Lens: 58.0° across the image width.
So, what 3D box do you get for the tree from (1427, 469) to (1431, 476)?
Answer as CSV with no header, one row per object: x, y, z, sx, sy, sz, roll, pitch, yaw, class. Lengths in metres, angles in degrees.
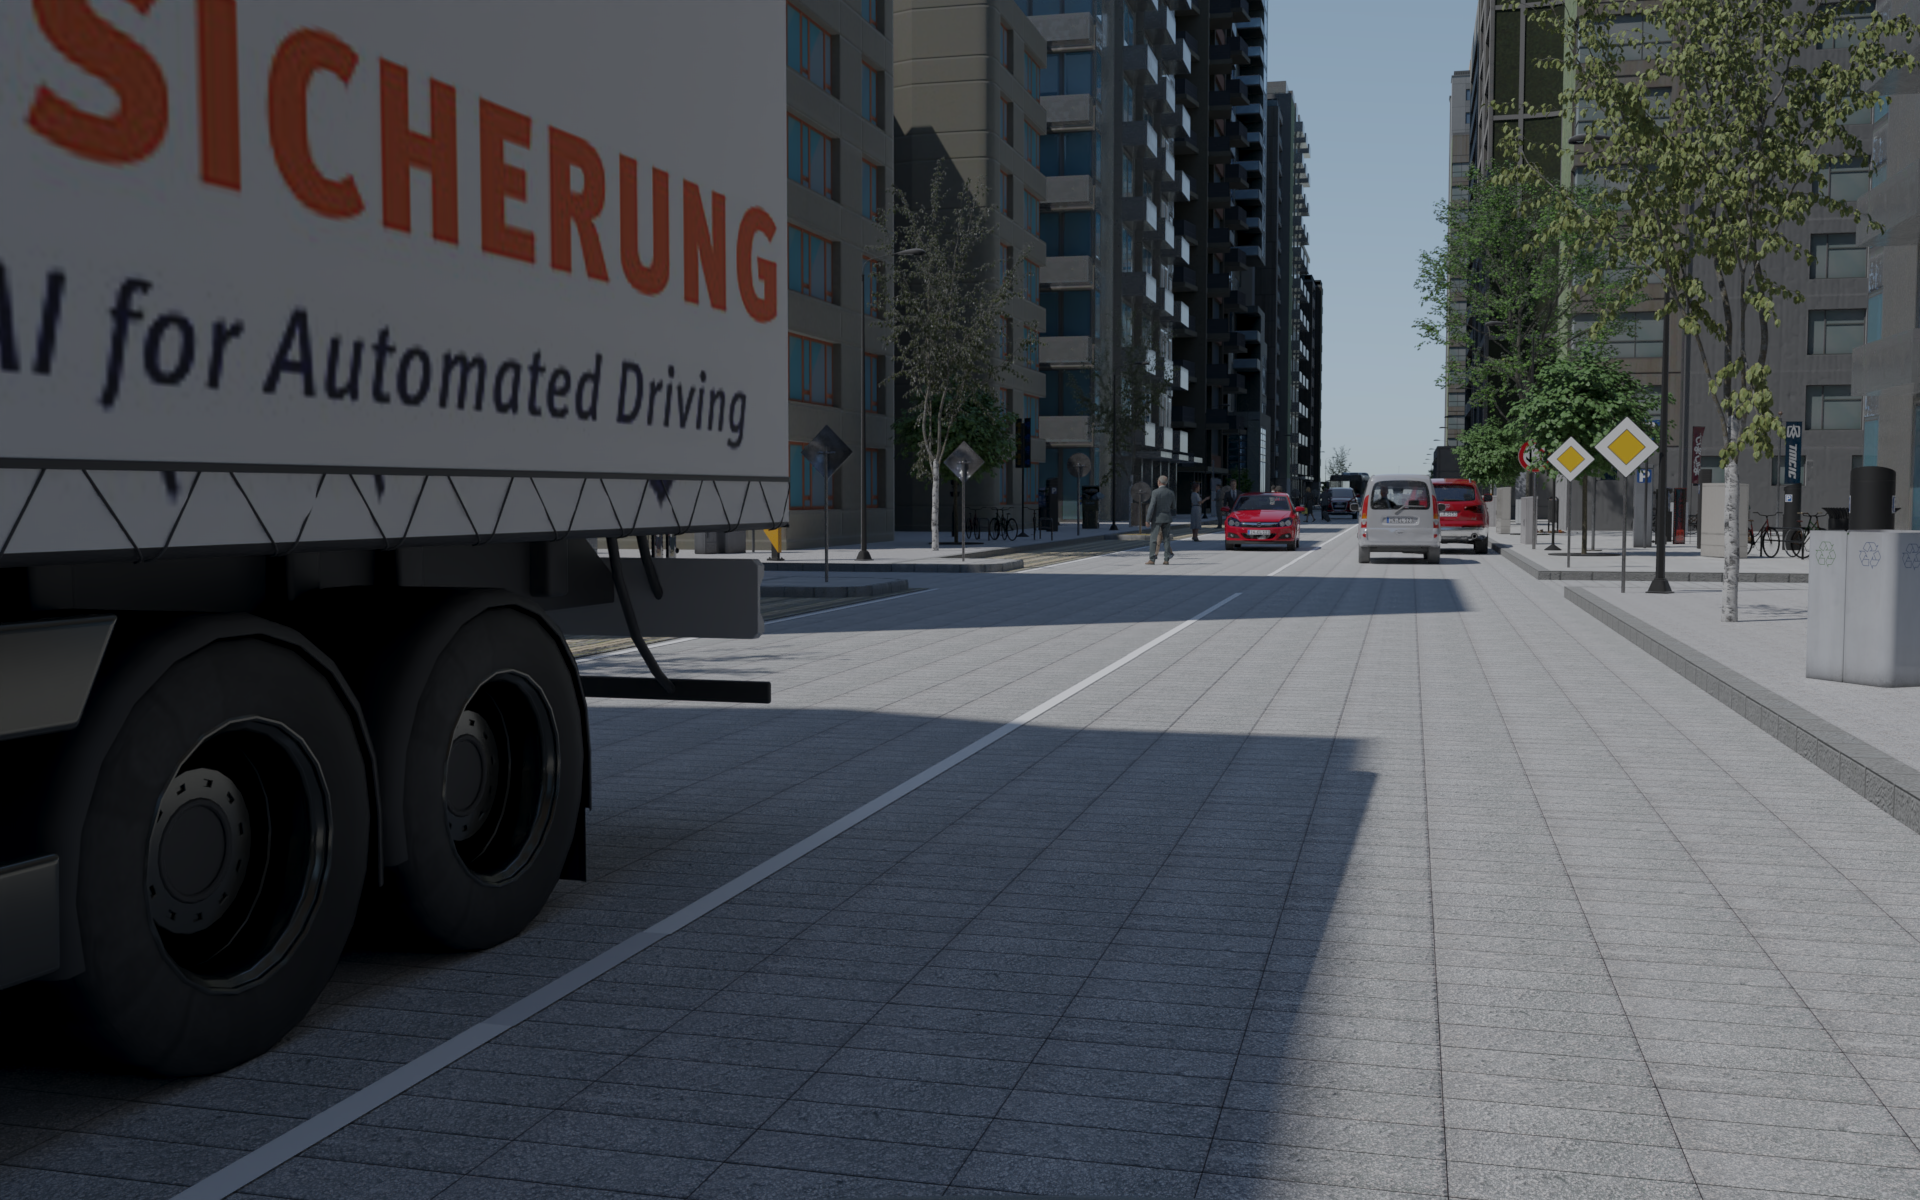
21.861,-5.360,71.355,4.285,4.588,4.351,0,3,0,tree

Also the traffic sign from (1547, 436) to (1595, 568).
10.608,-1.621,30.140,0.795,2.450,0.064,1,4,15,traffic sign

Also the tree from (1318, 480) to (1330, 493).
48.443,-14.307,228.523,1.663,3.219,1.824,0,3,0,tree

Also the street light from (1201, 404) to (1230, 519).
13.240,-7.160,89.607,1.470,5.913,1.316,1,4,15,street light

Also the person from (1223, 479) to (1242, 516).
7.710,-2.465,48.576,0.659,1.850,0.755,0,4,5,person

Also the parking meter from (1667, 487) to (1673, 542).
18.893,-2.325,46.420,0.372,1.533,0.369,0,3,0,parking meter

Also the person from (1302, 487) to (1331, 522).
18.150,-4.865,88.260,1.509,1.804,0.699,0,4,-1,person

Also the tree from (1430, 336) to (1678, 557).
13.026,-3.210,36.203,4.285,4.588,4.351,0,3,0,tree

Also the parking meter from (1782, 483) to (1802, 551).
18.967,-1.901,39.490,0.372,1.533,0.369,0,3,0,parking meter

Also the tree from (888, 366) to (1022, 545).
-0.135,-3.714,44.435,4.285,4.588,4.351,0,3,0,tree

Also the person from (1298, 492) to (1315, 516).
22.921,-6.478,114.425,0.705,1.824,1.348,-3,5,-44,person

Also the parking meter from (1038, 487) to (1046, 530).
2.966,-3.245,61.470,0.372,1.533,0.369,0,3,0,parking meter

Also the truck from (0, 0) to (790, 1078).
-3.465,-0.835,2.559,2.839,4.237,11.283,1,4,16,truck

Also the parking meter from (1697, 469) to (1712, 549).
17.425,-2.130,40.543,0.255,1.863,0.399,1,4,16,parking meter

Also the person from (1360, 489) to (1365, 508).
21.202,-4.961,90.610,0.512,1.701,0.522,1,4,18,person

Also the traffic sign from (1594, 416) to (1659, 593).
8.601,-1.148,22.410,0.795,2.450,0.064,1,4,15,traffic sign

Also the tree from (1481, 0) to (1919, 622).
7.493,-4.083,17.112,4.737,8.622,4.395,0,3,0,tree

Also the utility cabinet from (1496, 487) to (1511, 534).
17.496,-2.882,55.799,0.318,1.500,1.173,1,4,10,utility cabinet

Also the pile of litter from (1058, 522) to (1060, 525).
3.562,-3.494,71.091,1.719,0.858,1.176,3,5,44,pile of litter

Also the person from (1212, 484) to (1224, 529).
10.656,-3.875,71.658,0.447,1.846,0.655,1,4,18,person

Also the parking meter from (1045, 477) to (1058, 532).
3.132,-3.266,59.110,0.399,1.863,0.255,-2,4,-27,parking meter

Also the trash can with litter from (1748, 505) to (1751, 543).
20.731,-2.105,45.811,0.624,1.170,1.055,0,4,2,trash can with litter

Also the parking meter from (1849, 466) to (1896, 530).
8.335,-0.455,15.850,0.372,1.533,0.369,0,3,0,parking meter

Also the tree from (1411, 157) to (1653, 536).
17.706,-7.839,53.928,9.928,11.665,9.643,0,3,0,tree

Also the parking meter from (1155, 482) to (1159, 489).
8.336,-4.074,72.317,0.255,1.863,0.399,3,4,36,parking meter

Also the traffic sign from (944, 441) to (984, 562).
0.068,-1.789,32.888,0.795,2.450,0.064,1,4,15,traffic sign

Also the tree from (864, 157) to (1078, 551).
-0.368,-5.423,39.036,4.360,8.622,3.978,0,3,0,tree

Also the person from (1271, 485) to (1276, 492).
13.516,-4.019,74.389,0.511,1.800,0.466,3,5,42,person

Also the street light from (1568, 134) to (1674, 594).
8.536,-3.048,22.380,1.470,5.913,1.316,1,4,15,street light

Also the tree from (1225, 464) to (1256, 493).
18.962,-7.392,115.462,1.663,3.219,1.824,0,3,0,tree

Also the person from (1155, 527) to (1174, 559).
4.478,-1.549,38.104,0.640,1.303,0.475,-3,5,-39,person

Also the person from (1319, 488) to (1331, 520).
19.991,-5.260,94.892,0.661,1.777,0.834,1,4,10,person

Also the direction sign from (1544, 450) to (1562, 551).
13.500,-2.895,39.330,0.379,3.537,0.876,-1,4,-11,direction sign

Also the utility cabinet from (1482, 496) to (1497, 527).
20.788,-3.461,67.747,1.020,1.237,0.306,1,4,17,utility cabinet

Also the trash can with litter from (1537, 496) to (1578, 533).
19.497,-2.828,57.298,1.678,1.210,2.233,-1,4,-15,trash can with litter

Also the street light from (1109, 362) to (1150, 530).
5.967,-5.410,60.987,1.470,5.913,1.316,1,4,15,street light

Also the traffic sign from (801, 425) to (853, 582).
-1.940,-1.316,25.159,0.795,2.450,0.064,1,4,15,traffic sign

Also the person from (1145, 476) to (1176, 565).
4.041,-1.619,35.146,0.661,1.801,0.590,-2,4,-24,person

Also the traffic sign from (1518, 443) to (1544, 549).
13.332,-2.450,40.158,0.768,2.556,0.104,1,4,19,traffic sign

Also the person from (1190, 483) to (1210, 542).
7.199,-2.635,52.146,0.524,1.755,0.480,-1,4,-16,person

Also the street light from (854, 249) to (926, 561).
-1.328,-3.702,33.065,1.470,5.913,1.316,1,4,15,street light

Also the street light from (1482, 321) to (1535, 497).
14.808,-4.529,46.587,1.470,5.913,1.316,1,4,15,street light

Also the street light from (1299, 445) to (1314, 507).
32.547,-11.654,163.089,1.470,5.913,1.316,1,4,15,street light

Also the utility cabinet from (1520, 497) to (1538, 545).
14.603,-2.038,44.476,0.306,1.237,1.020,1,4,11,utility cabinet

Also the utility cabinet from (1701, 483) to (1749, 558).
15.386,-1.599,34.828,0.318,1.500,1.173,0,4,-8,utility cabinet

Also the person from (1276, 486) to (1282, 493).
11.326,-3.162,61.042,0.643,1.720,0.563,3,4,38,person

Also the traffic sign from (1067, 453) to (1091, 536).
3.658,-3.265,53.496,0.768,2.556,0.104,1,4,19,traffic sign

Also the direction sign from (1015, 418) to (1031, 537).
1.884,-3.657,51.793,0.379,3.537,0.876,-2,4,-28,direction sign

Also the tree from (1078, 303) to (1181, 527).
6.388,-7.116,66.704,4.360,8.622,3.978,0,3,0,tree

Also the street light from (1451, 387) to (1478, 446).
22.081,-6.258,74.863,1.470,5.913,1.316,1,4,15,street light

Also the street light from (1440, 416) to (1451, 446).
29.433,-7.971,102.865,1.470,5.913,1.316,1,4,15,street light

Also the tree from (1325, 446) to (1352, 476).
56.530,-18.858,258.693,4.737,8.622,4.395,0,3,0,tree
